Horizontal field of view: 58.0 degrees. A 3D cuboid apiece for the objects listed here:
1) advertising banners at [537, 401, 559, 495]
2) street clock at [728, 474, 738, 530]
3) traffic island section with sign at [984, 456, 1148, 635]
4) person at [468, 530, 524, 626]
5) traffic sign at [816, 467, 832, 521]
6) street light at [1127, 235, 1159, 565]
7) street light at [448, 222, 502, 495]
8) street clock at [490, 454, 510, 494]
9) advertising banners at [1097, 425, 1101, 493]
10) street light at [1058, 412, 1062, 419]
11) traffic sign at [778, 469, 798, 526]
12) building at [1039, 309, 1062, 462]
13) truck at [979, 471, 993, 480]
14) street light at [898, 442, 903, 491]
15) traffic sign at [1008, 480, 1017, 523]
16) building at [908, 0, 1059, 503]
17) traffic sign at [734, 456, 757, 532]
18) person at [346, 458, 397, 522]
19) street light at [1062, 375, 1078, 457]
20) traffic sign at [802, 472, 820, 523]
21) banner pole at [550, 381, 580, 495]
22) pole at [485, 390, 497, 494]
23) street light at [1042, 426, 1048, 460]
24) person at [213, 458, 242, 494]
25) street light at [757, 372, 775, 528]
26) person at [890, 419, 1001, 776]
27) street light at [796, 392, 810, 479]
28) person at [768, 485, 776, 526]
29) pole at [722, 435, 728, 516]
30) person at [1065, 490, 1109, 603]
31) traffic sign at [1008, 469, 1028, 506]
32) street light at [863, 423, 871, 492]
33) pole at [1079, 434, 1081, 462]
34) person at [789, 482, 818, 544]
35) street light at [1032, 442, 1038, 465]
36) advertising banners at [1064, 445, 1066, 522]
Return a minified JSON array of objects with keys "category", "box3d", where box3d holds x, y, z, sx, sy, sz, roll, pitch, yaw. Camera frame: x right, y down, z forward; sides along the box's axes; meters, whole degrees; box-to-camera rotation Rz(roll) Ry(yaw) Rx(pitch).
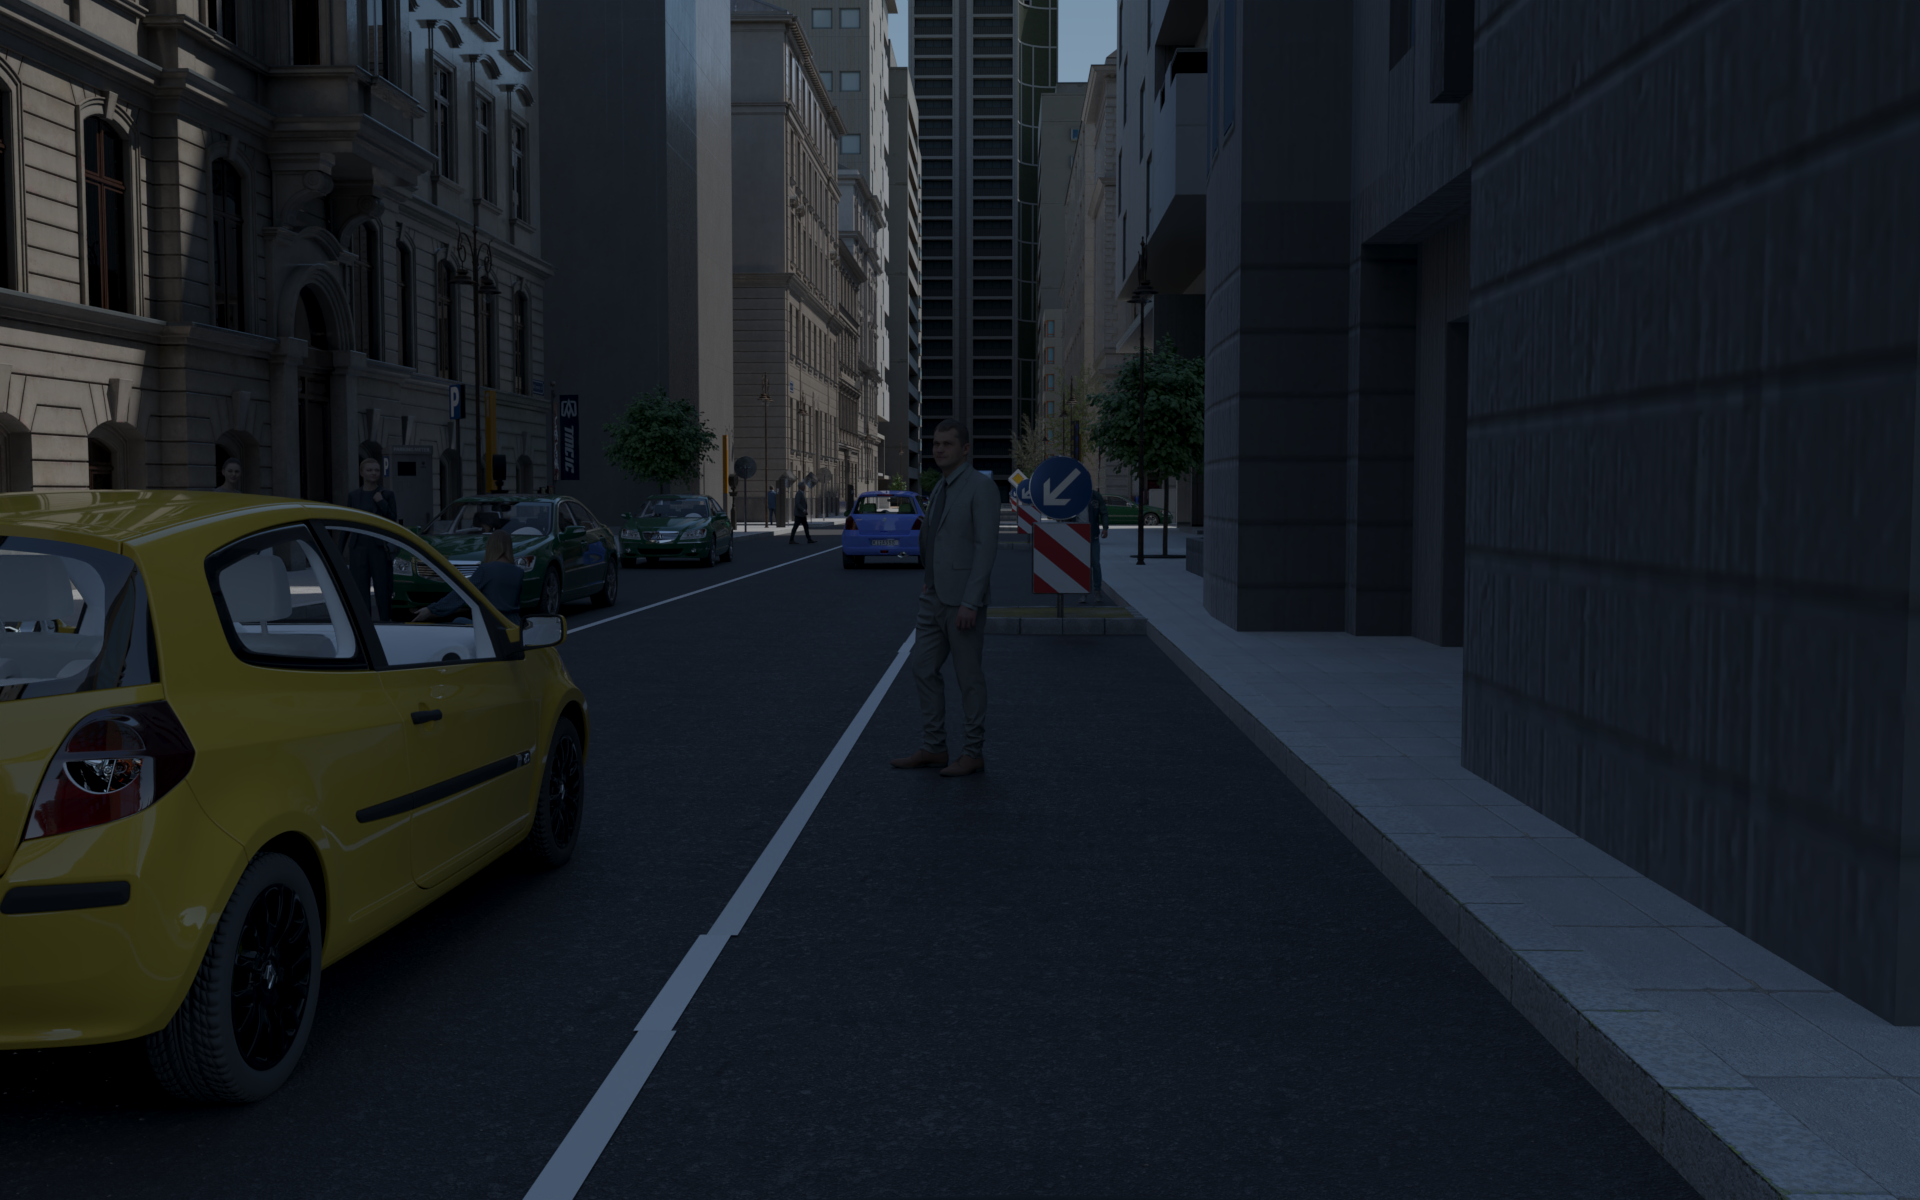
[{"category":"advertising banners","box3d":[-7.646,-2.206,32.261,0.090,3.025,2.074,0,4,-3]},{"category":"street clock","box3d":[-8.033,-3.477,61.417,0.358,2.002,0.471,1,4,12]},{"category":"traffic island section with sign","box3d":[0.958,-0.612,18.633,1.989,1.847,2.006,0,4,2]},{"category":"person","box3d":[-3.808,0.019,13.693,1.012,1.151,0.738,-3,5,-41]},{"category":"traffic sign","box3d":[-6.520,-5.062,82.876,0.768,2.556,0.104,0,4,8]},{"category":"street light","box3d":[3.276,-3.574,31.225,0.468,5.910,1.993,0,4,2]},{"category":"street light","box3d":[-8.296,-3.486,29.782,0.468,5.910,1.993,0,4,2]},{"category":"street clock","box3d":[-8.416,-1.658,31.683,0.358,2.002,0.471,-1,4,-18]},{"category":"advertising banners","box3d":[3.530,-2.935,44.178,0.090,3.025,2.074,0,4,4]},{"category":"street light","box3d":[4.703,-6.470,78.576,0.468,5.910,1.993,0,4,2]},{"category":"traffic sign","box3d":[-6.802,-3.971,68.571,0.795,2.450,0.064,0,4,2]},{"category":"building","box3d":[22.114,-20.251,176.144,27.650,21.520,28.899,0,4,2]},{"category":"truck","box3d":[2.573,-12.476,193.748,2.967,4.110,18.799,0,4,1]},{"category":"street light","box3d":[-5.052,-10.744,148.457,0.468,5.910,1.993,0,4,2]},{"category":"traffic sign","box3d":[2.507,-4.443,76.284,0.795,2.450,0.064,0,4,2]},{"category":"building","box3d":[3.479,-49.293,244.186,20.611,71.187,20.563,0,4,2]},{"category":"traffic sign","box3d":[-7.196,-3.544,58.046,0.768,2.556,0.104,0,4,3]},{"category":"person","box3d":[-5.684,-0.473,16.662,0.576,1.772,0.534,-2,4,-26]},{"category":"street light","box3d":[4.342,-5.798,67.592,0.468,5.910,1.993,0,4,2]},{"category":"traffic sign","box3d":[-6.583,-4.459,76.553,0.795,2.450,0.064,0,4,2]},{"category":"banner pole","box3d":[-8.802,-2.961,38.430,0.863,3.779,0.401,1,4,15]},{"category":"pole","box3d":[-9.243,-2.467,34.173,0.158,3.312,0.155,0,3,0]},{"category":"street light","box3d":[5.628,-8.684,114.775,0.468,5.910,1.993,0,4,2]},{"category":"person","box3d":[-7.045,-0.484,16.747,0.374,1.781,0.599,1,4,13]},{"category":"street light","box3d":[-7.338,-5.674,65.551,0.468,5.910,1.993,0,4,2]},{"category":"person","box3d":[-0.028,-0.018,8.901,0.391,1.810,0.635,-3,4,-39]},{"category":"street light","box3d":[-6.982,-6.384,77.168,0.468,5.910,1.993,0,4,2]},{"category":"person","box3d":[-7.866,-3.932,72.974,0.721,1.800,0.419,0,4,3]},{"category":"pole","box3d":[-8.097,-4.033,59.781,0.158,3.312,0.155,0,3,0]},{"category":"person","box3d":[1.646,-0.859,22.895,0.623,1.781,0.721,0,4,-1]},{"category":"traffic sign","box3d":[2.289,-3.955,68.302,0.795,2.450,0.064,0,4,2]},{"category":"street light","box3d":[-6.010,-8.565,112.828,0.468,5.910,1.993,0,4,2]},{"category":"pole","box3d":[3.982,-3.952,58.458,0.158,3.312,0.155,0,3,0]},{"category":"person","box3d":[-4.496,-2.494,49.680,0.834,1.777,0.661,0,4,-5]},{"category":"street light","box3d":[6.537,-10.889,150.820,0.468,5.910,1.993,0,4,2]},{"category":"advertising banners","box3d":[3.723,-3.999,61.567,0.090,3.025,2.074,0,4,3]}]
